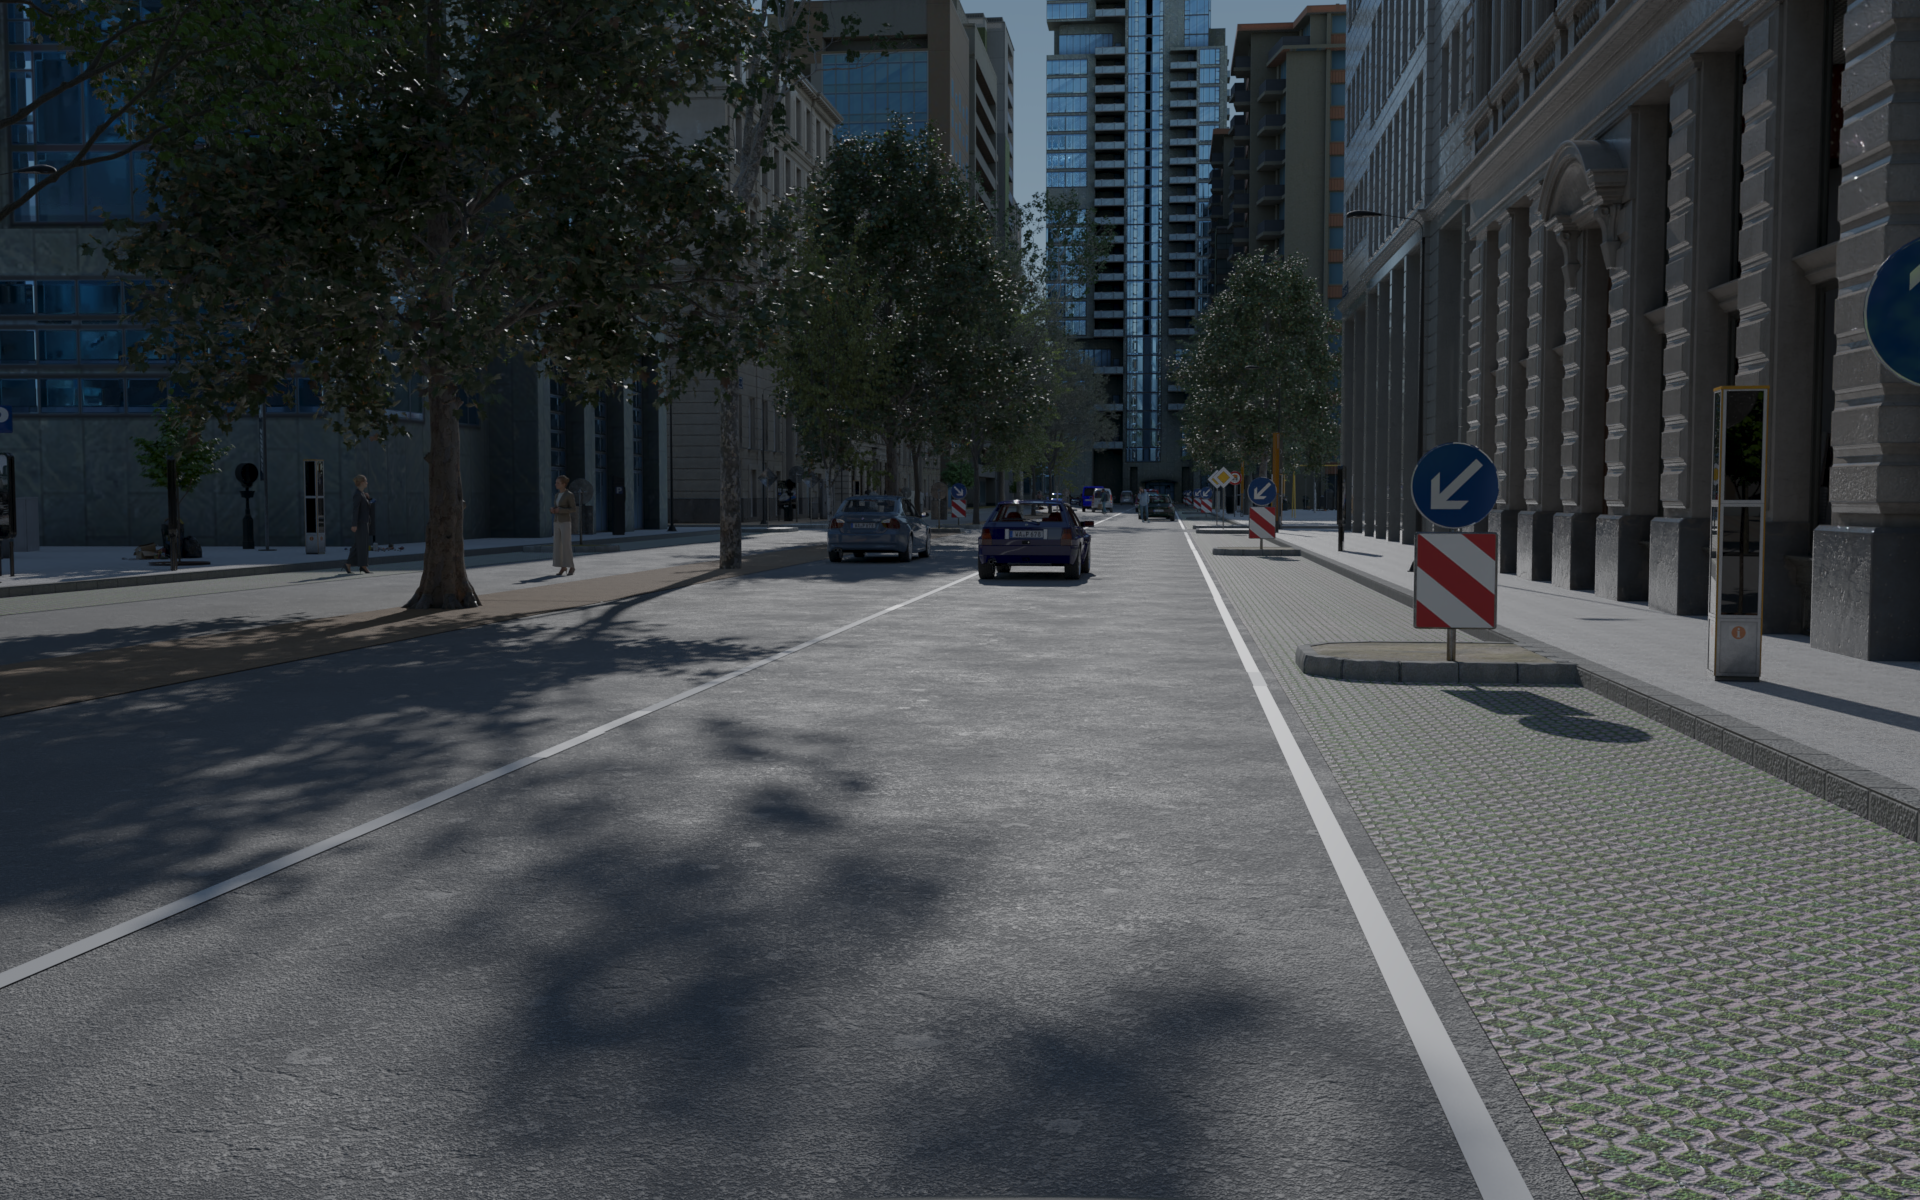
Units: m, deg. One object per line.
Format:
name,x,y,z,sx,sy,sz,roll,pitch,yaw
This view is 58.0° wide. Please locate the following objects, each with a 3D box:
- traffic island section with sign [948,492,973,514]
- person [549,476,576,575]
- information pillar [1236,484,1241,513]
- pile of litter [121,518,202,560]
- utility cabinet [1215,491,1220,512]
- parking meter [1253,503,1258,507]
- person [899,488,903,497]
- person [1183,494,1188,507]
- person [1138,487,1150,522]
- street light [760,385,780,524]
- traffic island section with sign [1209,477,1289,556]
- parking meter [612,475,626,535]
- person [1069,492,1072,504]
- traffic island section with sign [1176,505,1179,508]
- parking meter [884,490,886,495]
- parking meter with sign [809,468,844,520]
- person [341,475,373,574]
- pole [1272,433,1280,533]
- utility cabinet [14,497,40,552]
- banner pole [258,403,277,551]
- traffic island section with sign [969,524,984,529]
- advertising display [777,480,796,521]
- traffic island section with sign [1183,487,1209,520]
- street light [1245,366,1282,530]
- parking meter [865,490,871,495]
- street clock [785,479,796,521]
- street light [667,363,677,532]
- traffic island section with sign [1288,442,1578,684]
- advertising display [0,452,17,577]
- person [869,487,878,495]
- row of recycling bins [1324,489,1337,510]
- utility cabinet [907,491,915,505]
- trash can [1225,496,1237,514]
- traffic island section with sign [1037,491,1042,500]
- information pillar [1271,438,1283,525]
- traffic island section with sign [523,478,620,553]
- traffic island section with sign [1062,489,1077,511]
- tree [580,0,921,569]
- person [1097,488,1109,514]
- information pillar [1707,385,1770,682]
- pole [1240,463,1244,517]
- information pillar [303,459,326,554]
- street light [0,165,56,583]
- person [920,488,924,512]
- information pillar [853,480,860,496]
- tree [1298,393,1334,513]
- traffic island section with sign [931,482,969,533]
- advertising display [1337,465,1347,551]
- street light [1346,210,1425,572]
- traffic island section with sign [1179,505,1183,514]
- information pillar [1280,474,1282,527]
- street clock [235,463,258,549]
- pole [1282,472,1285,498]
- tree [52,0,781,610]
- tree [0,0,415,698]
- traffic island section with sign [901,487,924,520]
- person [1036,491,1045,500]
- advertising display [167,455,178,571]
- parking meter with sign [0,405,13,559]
traffic island section with sign,0.223,-7.118,125.012,1.989,1.847,2.006,0,4,7
person,-7.072,-1.325,30.707,0.519,1.759,0.362,3,4,38
information pillar,19.432,-7.094,120.481,0.304,2.012,0.304,2,4,28
pile of litter,-15.838,-1.250,34.400,1.176,0.858,1.719,3,5,41
utility cabinet,18.142,-6.932,122.024,0.318,1.500,1.173,0,4,7
parking meter,19.986,-6.834,117.454,0.255,1.863,0.399,3,5,42
person,-3.096,-4.799,87.517,0.362,1.759,0.519,-2,4,-30
person,23.886,-10.580,182.002,0.721,1.766,1.217,-3,4,-38
person,9.439,-4.895,88.792,0.793,1.790,0.793,-2,4,-30
street light,-7.771,-6.147,73.051,1.470,5.913,1.316,0,4,7
traffic island section with sign,6.960,-1.966,40.775,1.989,1.847,2.006,0,4,7
parking meter,-10.663,-2.961,54.130,0.399,1.863,0.255,-2,4,-24
person,12.425,-11.328,194.420,0.721,1.735,1.217,0,4,6
traffic island section with sign,22.659,-10.012,172.327,1.989,1.847,2.006,0,4,7
parking meter,-4.408,-5.898,104.842,0.372,1.533,0.369,0,3,0
parking meter with sign,-6.752,-5.592,87.687,1.738,3.016,0.543,-2,4,-26
person,-10.749,-1.346,30.934,0.534,1.772,0.576,-2,4,-35
pole,10.520,-3.905,57.693,0.158,3.312,0.155,0,3,0
utility cabinet,-20.945,-1.692,38.827,0.306,1.237,1.020,-1,4,-14
banner pole,-15.791,-3.012,39.262,0.401,3.779,0.863,-2,4,-32
traffic island section with sign,0.024,-3.907,72.022,2.006,1.907,1.989,0,4,7
advertising display,-8.110,-4.672,81.593,0.974,1.923,0.123,0,4,4
traffic island section with sign,13.619,-5.381,96.613,1.989,1.847,2.006,0,4,7
street light,11.002,-5.517,62.749,1.470,5.913,1.316,0,4,7
parking meter,-5.143,-5.407,96.822,0.372,1.533,0.369,0,3,0
street clock,-7.952,-4.684,81.153,0.471,2.002,0.358,-2,4,-24
street light,-9.347,-5.300,59.201,1.470,5.913,1.316,0,4,7
traffic island section with sign,3.764,-0.329,14.010,1.989,1.847,2.006,0,4,7
advertising display,-15.148,-1.332,26.986,0.974,1.923,0.123,1,4,15
person,-3.863,-4.317,79.277,0.606,1.804,0.583,3,5,40
row of recycling bins,30.447,-7.912,136.481,3.534,1.692,1.069,1,4,17
utility cabinet,-3.359,-6.557,115.891,0.318,1.500,1.173,2,4,29
trash can,17.557,-6.156,112.301,0.748,1.137,0.748,0,3,0
traffic island section with sign,9.283,-11.759,200.892,1.989,1.847,2.006,0,4,7
information pillar,13.354,-4.987,72.890,0.504,3.616,0.183,-1,4,-13
traffic island section with sign,-9.563,-2.104,43.021,1.989,1.847,2.006,0,4,7
traffic island section with sign,8.922,-8.471,146.634,2.006,1.907,1.989,0,4,7
tree,-5.492,-10.713,33.507,12.611,20.169,13.585,0,3,0
person,10.093,-6.943,122.003,0.794,1.824,0.713,-3,5,-40
information pillar,5.343,-0.453,11.906,0.304,2.012,0.304,1,4,14
pole,15.879,-6.337,97.448,0.158,3.312,0.155,0,3,0
information pillar,-13.740,-1.980,36.870,0.304,2.012,0.304,1,4,10
street light,-13.445,-3.187,24.655,1.470,5.913,1.316,0,4,7
person,-2.476,-5.854,104.404,0.606,1.804,0.583,-3,5,-41
information pillar,-5.657,-5.494,94.312,0.304,2.012,0.304,0,4,-1
tree,23.701,-10.128,115.952,4.360,8.622,3.978,0,3,0
traffic island section with sign,-0.864,-3.458,64.668,2.006,1.907,1.989,0,4,7
advertising display,8.616,-2.073,39.108,0.123,1.923,0.974,1,4,18
street light,7.021,-3.420,28.458,1.470,5.913,1.316,0,4,7
traffic island section with sign,16.822,-7.018,123.378,1.989,1.847,2.006,0,4,7
information pillar,11.681,-3.622,63.716,0.304,2.012,0.304,0,4,3
street clock,-16.570,-2.184,40.281,0.358,2.002,0.471,2,4,31
pole,26.070,-8.910,139.529,0.158,3.312,0.155,0,3,0
tree,-6.474,-6.247,21.598,9.611,12.733,9.660,0,3,0
tree,-7.221,-5.096,11.527,9.928,11.665,9.643,0,3,0
traffic island section with sign,-3.059,-5.436,97.513,1.989,1.847,2.006,0,4,7
person,8.804,-11.146,191.450,1.217,1.736,0.721,-2,4,-25
advertising display,-13.295,-1.470,29.249,0.123,1.923,0.974,-2,4,-23
parking meter with sign,-19.254,-2.346,34.611,0.543,3.016,1.738,-2,4,-32
